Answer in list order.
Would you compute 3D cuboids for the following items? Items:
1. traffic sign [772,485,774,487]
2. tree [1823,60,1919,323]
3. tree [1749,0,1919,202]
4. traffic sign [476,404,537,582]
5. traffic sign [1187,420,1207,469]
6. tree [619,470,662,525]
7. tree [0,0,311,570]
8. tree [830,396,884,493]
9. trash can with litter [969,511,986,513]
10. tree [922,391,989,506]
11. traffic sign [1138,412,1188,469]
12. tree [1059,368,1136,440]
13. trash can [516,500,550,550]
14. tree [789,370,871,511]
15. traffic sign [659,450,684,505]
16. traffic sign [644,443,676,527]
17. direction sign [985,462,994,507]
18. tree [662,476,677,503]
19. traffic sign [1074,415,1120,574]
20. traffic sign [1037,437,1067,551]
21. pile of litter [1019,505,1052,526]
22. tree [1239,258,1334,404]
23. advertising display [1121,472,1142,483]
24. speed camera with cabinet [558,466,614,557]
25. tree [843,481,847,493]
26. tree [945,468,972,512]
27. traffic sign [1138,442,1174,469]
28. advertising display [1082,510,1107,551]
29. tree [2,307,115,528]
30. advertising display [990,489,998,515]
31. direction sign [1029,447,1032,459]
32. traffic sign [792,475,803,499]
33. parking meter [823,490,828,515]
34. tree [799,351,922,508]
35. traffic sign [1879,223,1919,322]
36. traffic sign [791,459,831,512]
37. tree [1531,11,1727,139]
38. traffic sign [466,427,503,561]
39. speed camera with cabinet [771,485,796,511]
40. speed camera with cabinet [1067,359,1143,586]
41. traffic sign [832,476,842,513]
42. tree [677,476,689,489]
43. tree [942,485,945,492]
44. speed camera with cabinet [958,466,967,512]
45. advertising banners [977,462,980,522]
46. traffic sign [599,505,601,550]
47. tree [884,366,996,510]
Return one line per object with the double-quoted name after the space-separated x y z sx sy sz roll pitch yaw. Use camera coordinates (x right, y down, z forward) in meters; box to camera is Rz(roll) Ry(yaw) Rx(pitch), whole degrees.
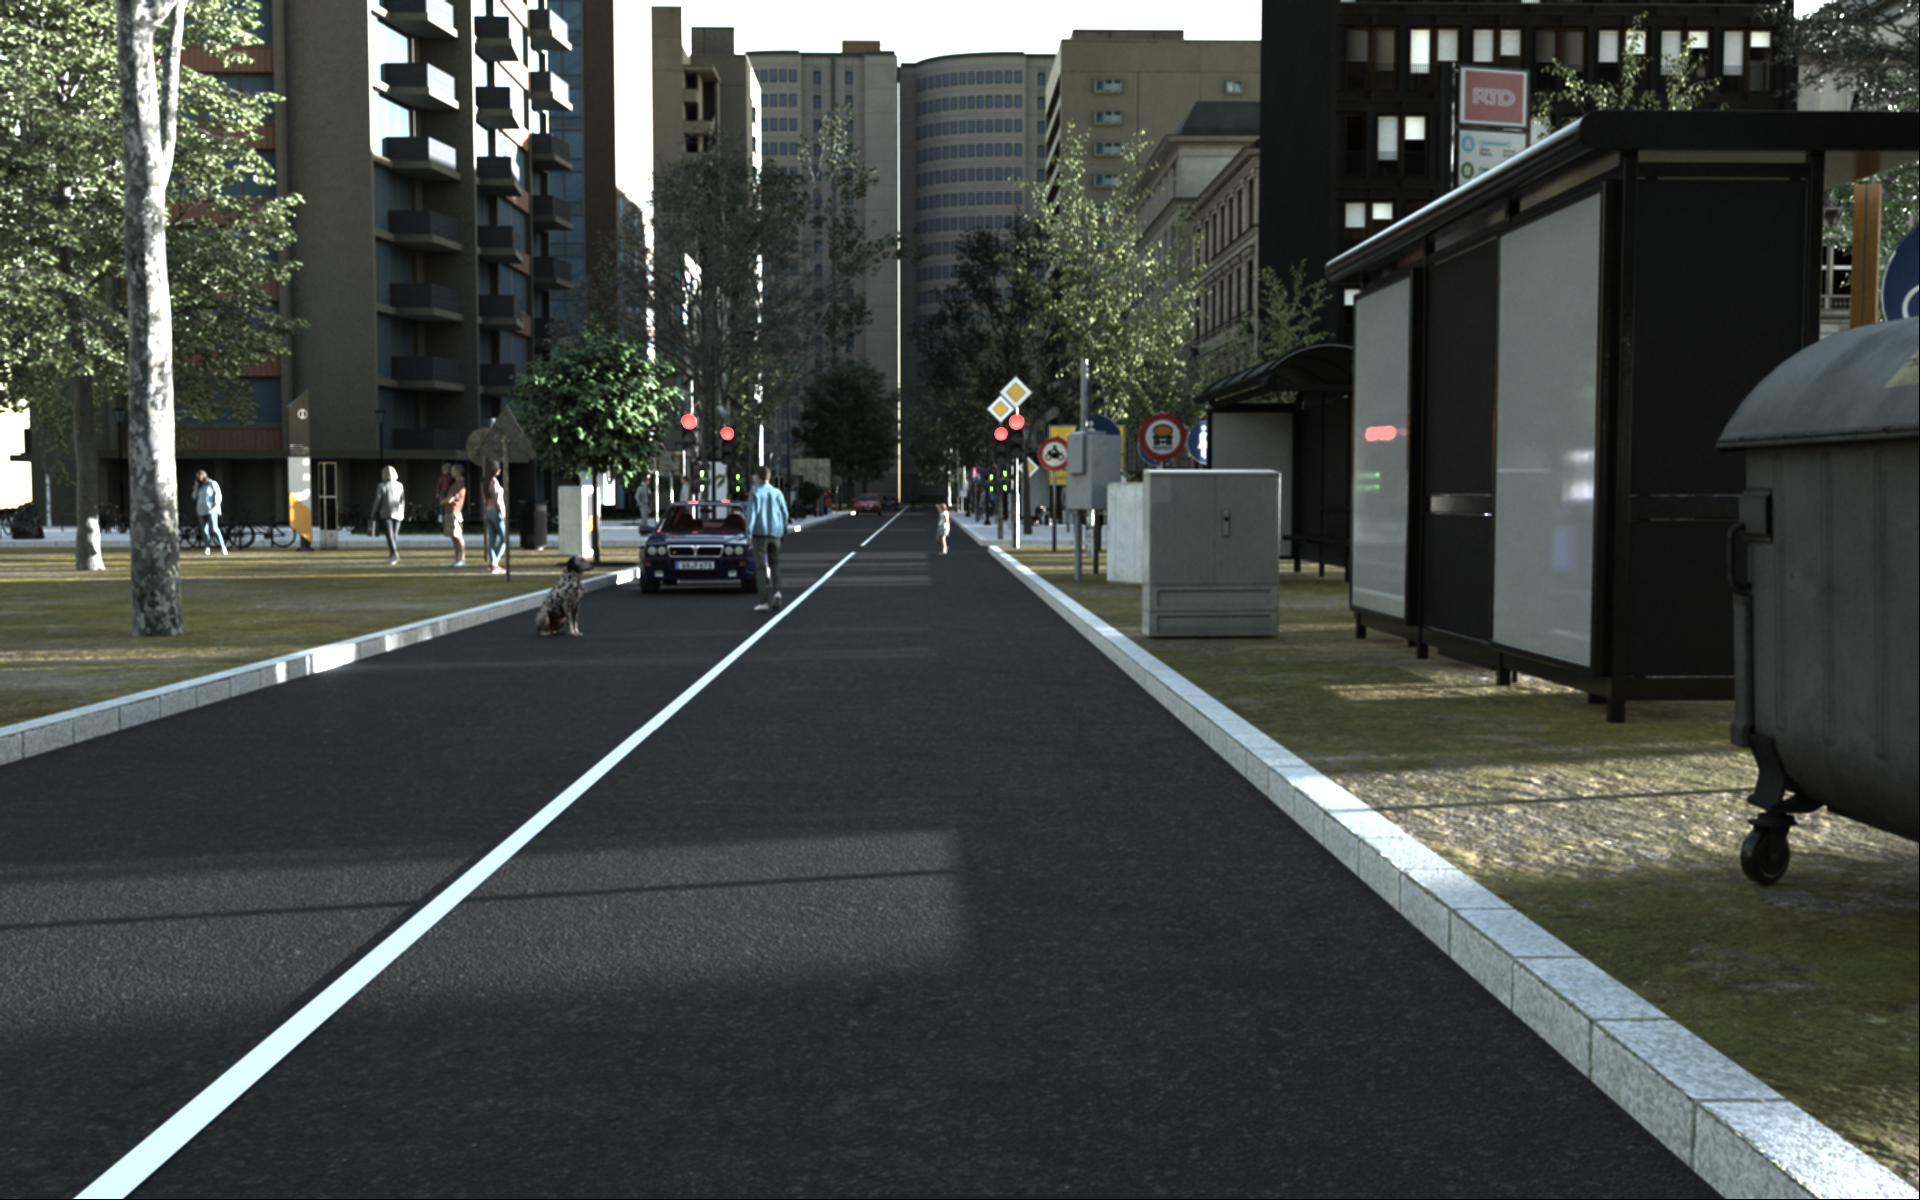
-10.164 -5.768 96.435 0.606 2.300 0.079 0 4 6 "traffic sign"
22.208 -6.774 36.510 9.928 11.665 9.643 0 3 0 "tree"
13.473 -6.553 17.511 12.009 13.543 11.850 0 3 0 "tree"
-6.589 -1.538 25.154 0.884 2.594 0.081 0 3 0 "traffic sign"
4.265 -1.812 29.726 0.768 2.556 0.104 0 4 4 "traffic sign"
-13.527 -4.718 71.744 1.663 3.219 1.824 0 3 0 "tree"
-15.205 -6.778 28.951 7.486 12.596 7.792 0 3 0 "tree"
-9.881 -15.424 177.936 9.928 11.665 9.643 0 3 0 "tree"
1.249 -6.470 116.837 2.233 1.210 1.678 -1 4 -8 "trash can with litter"
-1.403 -17.205 187.956 9.857 13.997 8.962 0 3 0 "tree"
3.165 -1.652 27.111 0.768 2.556 0.104 0 4 3 "traffic sign"
7.621 -8.977 97.133 4.360 8.622 3.978 0 3 0 "tree"
-9.860 -1.736 40.031 0.748 1.137 0.748 0 3 0 "trash can"
-9.247 -12.036 131.200 8.767 10.594 7.601 1 4 15 "tree"
-6.699 -2.329 40.206 0.606 2.300 0.079 0 4 6 "traffic sign"
-6.637 -2.315 37.859 0.884 2.594 0.081 0 4 7 "traffic sign"
2.093 -8.074 124.008 0.876 3.537 0.379 3 5 42 "direction sign"
-18.616 -6.884 107.151 1.663 3.219 1.824 0 3 0 "tree"
2.195 -1.698 27.870 0.768 2.556 0.104 0 4 1 "traffic sign"
2.111 -2.360 38.688 0.768 2.556 0.104 0 4 3 "traffic sign"
3.041 -3.447 70.318 1.719 0.858 1.176 -2 4 -35 "pile of litter"
9.791 -6.362 54.386 4.737 8.622 4.395 0 3 0 "tree"
4.841 -2.779 50.657 0.974 1.923 0.123 0 4 7 "advertising display"
-7.809 -2.565 36.272 0.660 3.252 2.038 0 4 6 "speed camera with cabinet"
-9.852 -8.818 138.769 1.663 3.219 1.824 0 3 0 "tree"
0.018 -8.150 127.856 1.663 3.219 1.824 0 3 0 "tree"
3.638 -1.934 31.730 0.768 2.556 0.104 0 4 4 "traffic sign"
3.014 -2.071 39.075 0.974 1.923 0.123 3 5 43 "advertising display"
-33.790 -6.981 64.506 4.737 8.622 4.395 0 3 0 "tree"
2.319 -6.308 108.345 0.974 1.923 0.123 2 4 30 "advertising display"
3.407 -5.621 83.896 0.379 3.537 0.876 1 4 10 "direction sign"
-8.767 -5.586 93.457 0.606 2.300 0.079 0 4 6 "traffic sign"
-8.380 -6.241 107.749 0.255 1.863 0.399 0 4 0 "parking meter"
-9.722 -15.182 154.881 9.857 13.997 8.962 0 3 0 "tree"
4.464 -0.466 7.722 0.768 2.556 0.104 0 4 8 "traffic sign"
-8.539 -6.445 99.253 2.265 3.308 0.079 0 4 7 "traffic sign"
10.626 -4.724 27.597 4.737 8.622 4.395 0 3 0 "tree"
-9.056 -2.015 33.056 0.768 2.556 0.104 0 4 3 "traffic sign"
-10.217 -6.623 102.629 2.038 3.252 0.660 -2 4 -26 "speed camera with cabinet"
2.325 -1.876 25.014 0.660 3.252 2.038 -2 4 -30 "speed camera with cabinet"
-8.576 -7.363 120.490 0.768 2.556 0.104 0 4 -1 "traffic sign"
-18.626 -7.190 112.152 1.663 3.219 1.824 0 3 0 "tree"
-1.093 -12.568 200.085 1.663 3.219 1.824 0 3 0 "tree"
0.869 -7.863 122.889 2.038 3.252 0.660 -1 4 -20 "speed camera with cabinet"
0.852 -5.162 80.589 0.090 3.025 2.074 0 4 2 "advertising banners"
-8.337 -2.436 39.942 0.768 2.556 0.104 0 4 -1 "traffic sign"
0.268 -13.036 138.900 9.928 11.665 9.643 0 3 0 "tree"
